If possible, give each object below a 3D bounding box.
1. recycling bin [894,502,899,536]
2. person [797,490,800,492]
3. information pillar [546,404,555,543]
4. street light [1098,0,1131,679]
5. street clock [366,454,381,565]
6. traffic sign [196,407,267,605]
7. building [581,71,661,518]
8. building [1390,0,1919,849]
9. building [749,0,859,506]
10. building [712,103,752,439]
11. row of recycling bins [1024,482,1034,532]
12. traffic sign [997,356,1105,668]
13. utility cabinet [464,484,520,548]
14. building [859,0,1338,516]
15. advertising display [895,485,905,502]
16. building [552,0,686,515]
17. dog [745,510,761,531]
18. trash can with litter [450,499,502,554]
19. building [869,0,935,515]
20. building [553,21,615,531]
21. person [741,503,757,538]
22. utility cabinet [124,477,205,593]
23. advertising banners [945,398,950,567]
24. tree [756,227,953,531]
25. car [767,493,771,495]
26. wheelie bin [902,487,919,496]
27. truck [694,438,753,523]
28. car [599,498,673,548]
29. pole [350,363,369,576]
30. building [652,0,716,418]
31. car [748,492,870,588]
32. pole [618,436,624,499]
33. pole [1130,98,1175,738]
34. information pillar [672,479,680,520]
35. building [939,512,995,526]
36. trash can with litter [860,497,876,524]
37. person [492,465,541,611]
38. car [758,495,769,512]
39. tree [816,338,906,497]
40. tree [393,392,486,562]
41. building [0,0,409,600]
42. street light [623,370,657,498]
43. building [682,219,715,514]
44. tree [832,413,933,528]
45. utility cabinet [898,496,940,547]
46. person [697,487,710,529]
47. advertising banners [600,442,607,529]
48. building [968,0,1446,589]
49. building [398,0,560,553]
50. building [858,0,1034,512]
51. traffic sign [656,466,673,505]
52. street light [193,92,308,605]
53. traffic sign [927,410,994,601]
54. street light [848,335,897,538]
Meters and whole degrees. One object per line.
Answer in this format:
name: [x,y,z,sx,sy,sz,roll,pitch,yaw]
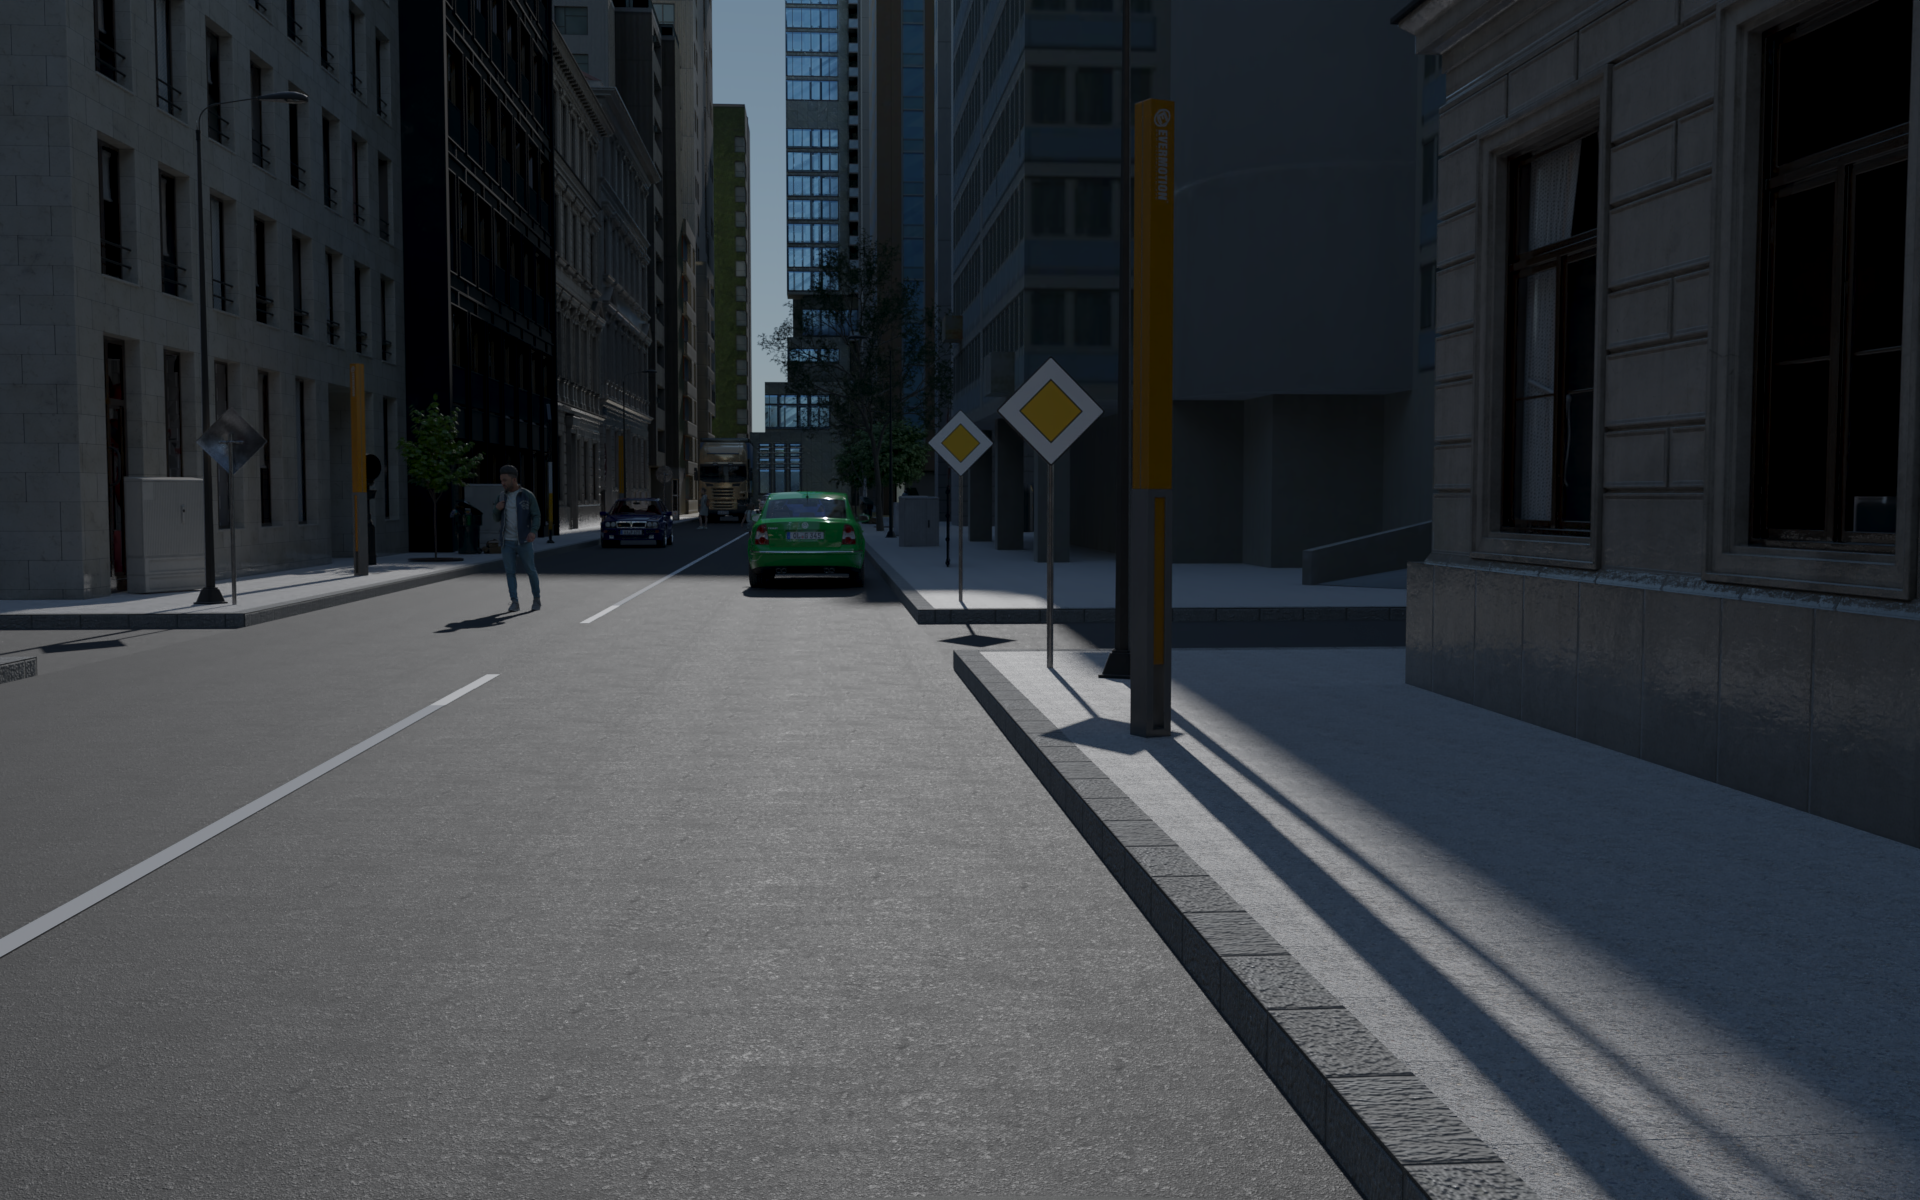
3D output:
recycling bin: [-1.627,-2.467,52.887,0.722,1.027,0.722,0,4,6]
person: [-10.754,-6.527,116.016,0.445,1.727,0.742,3,5,41]
information pillar: [-10.670,-3.284,45.040,0.183,3.616,0.504,-1,4,-17]
street light: [0.602,-2.409,11.935,1.470,5.913,1.316,0,4,-5]
street clock: [-10.671,-1.629,31.210,0.358,2.002,0.471,2,4,30]
traffic sign: [-8.412,-1.002,20.025,0.795,2.450,0.064,0,4,-5]
building: [-20.897,-15.044,82.132,11.583,22.565,21.152,0,4,-5]
building: [8.452,-8.433,2.512,10.561,19.102,19.286,0,4,-5]
building: [-7.301,-53.647,189.800,31.000,86.520,22.319,0,4,-5]
building: [-29.373,-30.639,184.548,14.086,41.232,14.154,0,4,-5]
row of recycling bins: [2.828,-3.195,59.350,1.069,1.692,3.534,3,4,38]
traffic sign: [0.662,-0.556,12.738,0.795,2.450,0.064,0,4,-5]
utility cabinet: [-10.343,-1.814,38.331,1.173,1.500,0.318,0,4,7]
building: [8.672,-26.794,129.967,32.217,40.220,23.993,0,4,-5]
advertising display: [-3.247,-5.399,93.491,0.123,1.923,0.974,2,4,24]
building: [-23.770,-20.145,101.068,14.160,30.474,14.107,0,4,-5]
dog: [-8.160,-3.088,67.320,0.800,0.831,0.513,1,4,9]
trash can with litter: [-10.332,-1.574,37.128,1.055,1.170,0.624,-3,5,-40]
building: [1.365,-28.133,110.086,14.600,45.320,14.200,0,4,-5]
building: [-18.764,-12.082,62.165,10.561,19.102,19.286,0,4,-5]
person: [-5.429,-1.905,44.654,0.505,1.210,0.382,1,4,17]
utility cabinet: [-10.334,-0.854,22.649,0.318,1.500,1.173,1,4,18]
advertising banners: [-0.212,-2.144,31.240,0.090,3.025,2.074,0,4,0]
tree: [-2.783,-7.683,60.034,8.767,10.594,7.601,0,4,-7]
car: [-15.846,-8.427,147.374,1.945,1.707,3.694,0,4,-4]
wheelie bin: [-2.376,-4.581,82.807,0.980,1.594,0.693,-3,5,-39]
truck: [-11.984,-6.122,89.011,2.839,4.237,11.283,0,4,-6]
car: [-8.832,-2.134,47.467,1.945,1.354,3.894,0,4,-5]
pole: [-9.425,-2.038,27.164,0.158,3.312,0.155,0,3,0]
building: [-35.588,-34.487,153.098,27.495,52.752,28.713,0,4,-5]
car: [-2.429,-1.172,27.956,1.959,1.807,4.718,0,4,-3]
pole: [-11.868,-4.086,60.653,0.158,3.312,0.155,0,3,0]
pole: [1.012,-0.933,9.105,0.158,3.312,0.155,0,3,0]
information pillar: [-13.857,-4.890,84.447,0.304,2.012,0.304,0,4,5]
building: [9.273,-33.011,81.735,21.231,58.520,28.212,0,4,-5]
trash can with litter: [-3.813,-3.834,74.073,0.624,1.170,1.055,-3,5,-39]
person: [-5.435,-0.757,21.224,0.623,1.781,0.721,0,4,-3]
car: [-15.280,-7.813,140.109,2.083,1.381,4.827,0,4,-5]
tree: [-4.490,-7.928,79.987,4.360,8.622,3.978,0,3,0]
tree: [-9.899,-2.354,33.084,1.663,3.219,1.824,0,3,0]
building: [-16.499,-10.618,28.356,10.420,20.320,16.860,0,4,-5]
street light: [-12.024,-5.648,64.878,1.470,5.913,1.316,0,4,-5]
building: [-32.126,-16.951,122.190,27.650,21.520,28.899,0,4,-5]
tree: [-2.558,-5.081,66.782,4.285,4.588,4.351,0,3,0]
utility cabinet: [-0.997,-1.911,42.404,1.020,1.237,0.306,-2,4,-35]
person: [-10.503,-3.763,71.033,0.522,1.701,0.512,0,4,4]
advertising banners: [-12.264,-3.877,59.575,0.090,3.025,2.074,-1,4,-16]
building: [12.142,-21.159,37.836,23.993,40.220,32.217,0,4,-5]
building: [-17.867,-13.140,44.522,12.332,23.373,15.834,0,4,-5]
building: [1.322,-37.569,156.256,21.231,58.520,28.212,0,4,-5]
traffic sign: [-13.266,-4.747,77.715,0.768,2.556,0.104,0,4,-1]
street light: [-8.224,-2.910,20.116,1.470,5.913,1.316,0,4,-5]
traffic sign: [0.006,-1.043,20.696,0.795,2.450,0.064,0,4,-5]
street light: [-2.572,-4.784,50.765,1.470,5.913,1.316,0,4,-5]
